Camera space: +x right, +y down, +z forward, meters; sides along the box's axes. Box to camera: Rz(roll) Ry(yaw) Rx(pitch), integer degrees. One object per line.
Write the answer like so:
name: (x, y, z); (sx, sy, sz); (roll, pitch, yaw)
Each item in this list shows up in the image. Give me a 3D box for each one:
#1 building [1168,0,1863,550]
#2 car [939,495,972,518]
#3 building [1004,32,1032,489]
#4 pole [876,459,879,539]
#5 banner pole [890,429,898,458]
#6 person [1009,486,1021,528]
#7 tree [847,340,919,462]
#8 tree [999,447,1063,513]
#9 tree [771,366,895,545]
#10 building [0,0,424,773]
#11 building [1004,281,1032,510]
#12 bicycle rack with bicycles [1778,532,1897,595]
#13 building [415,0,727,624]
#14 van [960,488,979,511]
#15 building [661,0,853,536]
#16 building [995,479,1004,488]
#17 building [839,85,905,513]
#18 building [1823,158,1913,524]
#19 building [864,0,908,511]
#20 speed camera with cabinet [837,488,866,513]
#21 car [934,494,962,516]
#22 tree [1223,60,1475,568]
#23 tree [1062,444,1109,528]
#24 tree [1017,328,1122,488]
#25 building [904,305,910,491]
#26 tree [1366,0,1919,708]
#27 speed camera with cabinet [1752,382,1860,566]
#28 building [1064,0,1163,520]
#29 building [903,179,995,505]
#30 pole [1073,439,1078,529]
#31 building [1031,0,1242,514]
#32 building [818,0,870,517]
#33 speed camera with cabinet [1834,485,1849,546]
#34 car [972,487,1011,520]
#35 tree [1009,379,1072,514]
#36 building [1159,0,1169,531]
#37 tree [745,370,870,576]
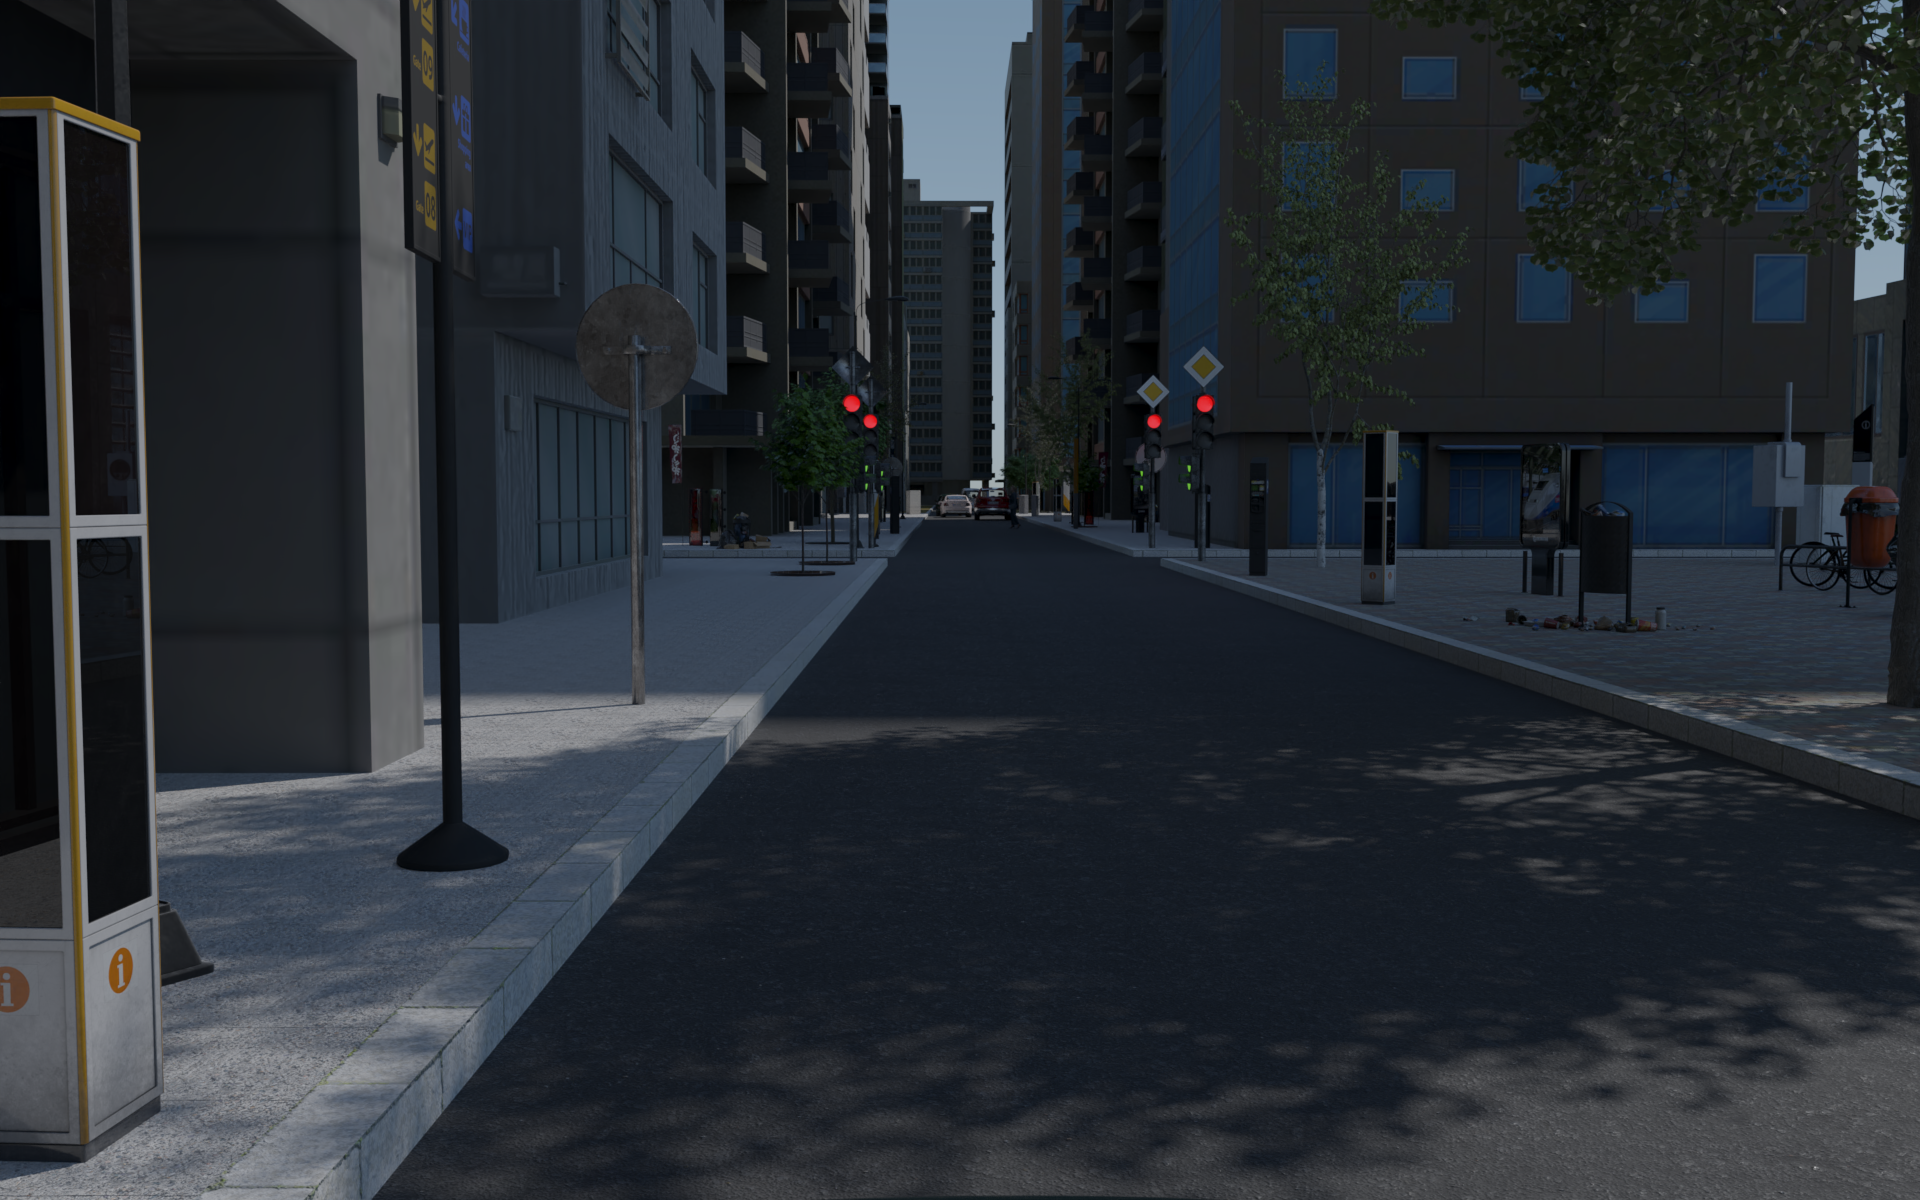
building: (13.207, -24.166, 45.230); (14.200, 45.320, 14.600); (0, 4, 0)
car: (-0.255, -5.790, 107.033); (2.083, 1.381, 4.827); (0, 4, -2)
building: (15.590, -33.994, 179.505); (21.300, 48.544, 21.600); (0, 4, 0)
pole: (-2.414, -3.384, 49.177); (0.158, 3.312, 0.155); (0, 3, 0)
banner pole: (-2.530, -4.667, 66.317); (0.401, 3.779, 0.863); (1, 4, 18)
person: (2.283, -3.885, 72.445); (0.534, 1.772, 0.576); (0, 4, -4)
tree: (-4.029, -8.145, 83.531); (4.360, 8.622, 3.978); (0, 3, 0)
tree: (4.479, -8.573, 123.881); (4.285, 4.588, 4.351); (0, 3, 0)
tree: (-3.229, -3.727, 44.658); (4.285, 4.588, 4.351); (0, 3, 0)
building: (-12.875, -34.479, 1.990); (20.563, 71.187, 20.611); (0, 4, 0)
building: (18.294, -18.967, 155.148); (27.650, 21.520, 28.899); (0, 4, 0)
bicycle rack with bicycles: (12.131, -0.575, 22.789); (2.852, 0.926, 2.925); (-2, 4, -25)
building: (-10.603, -20.737, 22.646); (14.086, 41.232, 14.154); (0, 4, 0)
van: (0.730, -7.197, 124.683); (2.013, 2.044, 4.112); (0, 4, -2)
building: (-15.496, -25.047, 64.148); (22.147, 44.769, 28.867); (0, 4, 0)
building: (18.799, -34.026, 210.941); (28.867, 44.769, 22.147); (0, 4, 0)
building: (-11.162, -21.481, 122.908); (14.160, 30.474, 14.107); (0, 4, 0)
building: (43.767, -45.032, 48.945); (31.000, 86.520, 22.319); (0, 4, 0)
building: (-15.473, -50.834, 143.814); (22.319, 86.520, 31.000); (0, 4, 0)
speed camera with cabinet: (-7.336, -7.450, 116.143); (2.038, 3.252, 0.660); (1, 4, 10)
car: (-0.696, -6.344, 113.505); (2.009, 1.686, 4.222); (0, 4, 0)
tree: (6.352, -4.858, 29.785); (4.737, 8.622, 4.395); (0, 3, 0)
tree: (4.798, -4.394, 66.451); (1.663, 3.219, 1.824); (0, 3, 0)
tree: (4.902, -7.691, 76.113); (4.737, 8.622, 4.395); (0, 3, 0)
building: (-19.919, -20.348, 177.722); (28.899, 21.520, 27.650); (0, 4, 0)
tree: (5.460, -5.635, 10.258); (7.486, 12.596, 7.792); (0, 3, 0)
speed camera with cabinet: (15.262, -2.255, 31.203); (2.038, 3.252, 0.660); (-1, 4, -21)
building: (17.010, -26.781, 92.490); (22.147, 44.769, 28.867); (0, 4, 0)
building: (-7.674, -32.069, 216.210); (23.993, 40.220, 32.217); (0, 4, 0)
pole: (4.262, -4.275, 63.734); (0.158, 3.312, 0.155); (0, 3, 0)
building: (12.746, -29.506, 132.537); (14.600, 45.320, 14.200); (0, 4, 0)
building: (-19.123, -31.239, 99.990); (28.713, 52.752, 27.495); (0, 4, 0)
speed camera with cabinet: (22.431, -2.908, 41.878); (2.038, 3.252, 0.660); (0, 4, 4)
car: (1.800, -5.353, 96.199); (2.281, 1.827, 5.304); (0, 4, 0)
tree: (5.285, -9.853, 111.460); (4.360, 8.622, 3.978); (0, 3, 0)
building: (14.180, -17.845, 63.470); (14.160, 30.474, 14.107); (0, 4, 0)
tree: (-2.444, -1.996, 27.229); (1.663, 3.219, 1.824); (0, 3, 0)
